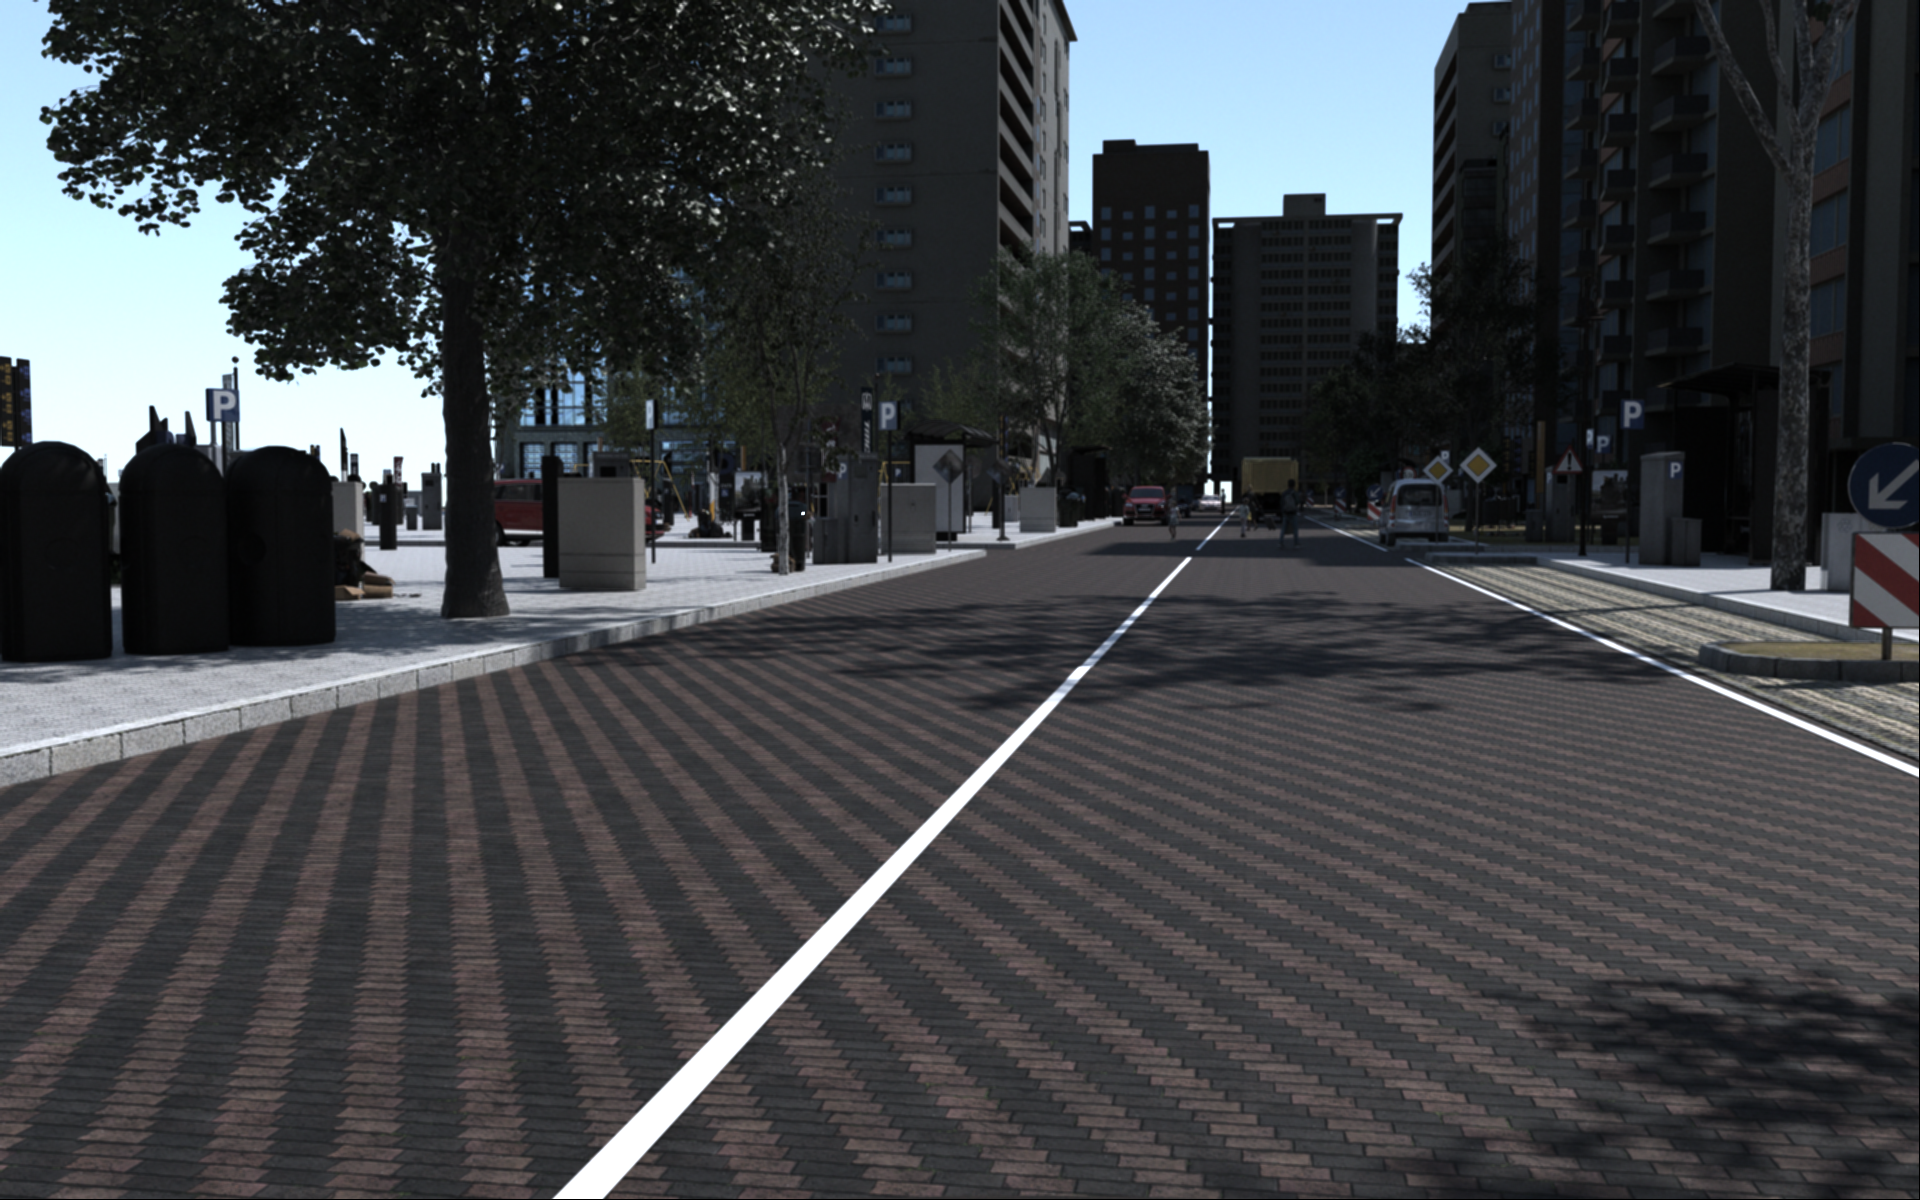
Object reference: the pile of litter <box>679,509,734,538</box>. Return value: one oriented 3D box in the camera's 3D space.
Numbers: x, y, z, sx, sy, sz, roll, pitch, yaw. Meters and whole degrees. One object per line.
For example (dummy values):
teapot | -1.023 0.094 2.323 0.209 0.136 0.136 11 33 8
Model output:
pile of litter | -7.420 -2.237 50.544 1.719 0.858 1.176 1 4 22

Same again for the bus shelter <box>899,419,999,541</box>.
bus shelter | -0.195 -3.403 49.561 2.014 3.302 5.546 1 4 10

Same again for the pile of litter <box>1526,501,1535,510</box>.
pile of litter | 33.936 -5.407 102.370 1.176 0.858 1.719 0 4 0

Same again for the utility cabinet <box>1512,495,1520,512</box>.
utility cabinet | 34.266 -5.855 106.895 0.306 1.237 1.020 0 4 2

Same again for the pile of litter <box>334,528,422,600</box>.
pile of litter | -7.491 -0.450 21.325 1.719 0.858 1.176 -1 4 -17

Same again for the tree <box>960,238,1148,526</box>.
tree | 3.793 -8.813 69.850 9.928 11.665 9.643 0 3 0

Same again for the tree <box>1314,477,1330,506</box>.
tree | 39.965 -12.056 191.719 1.663 3.219 1.824 0 3 0

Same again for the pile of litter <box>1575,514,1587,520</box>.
pile of litter | 31.279 -4.412 86.101 1.719 0.858 1.176 -1 4 -15

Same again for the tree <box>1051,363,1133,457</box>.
tree | 7.234 -8.793 94.122 4.737 8.622 4.395 0 3 0

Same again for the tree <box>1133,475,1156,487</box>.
tree | 14.055 -8.416 132.210 1.663 3.219 1.824 0 3 0

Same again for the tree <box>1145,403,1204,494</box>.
tree | 21.163 -14.810 176.550 7.601 10.594 8.767 -1 4 -12

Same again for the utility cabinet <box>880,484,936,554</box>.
utility cabinet | -1.104 -1.717 36.749 1.173 1.500 0.318 0 4 -6

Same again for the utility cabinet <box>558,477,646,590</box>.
utility cabinet | -4.776 -0.884 23.125 1.173 1.500 0.318 1 4 22

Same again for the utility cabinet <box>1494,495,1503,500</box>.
utility cabinet | 34.939 -6.180 112.198 1.020 1.237 0.306 -3 5 -44

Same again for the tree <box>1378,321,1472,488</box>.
tree | 19.689 -7.510 73.145 4.360 8.622 3.978 0 3 0

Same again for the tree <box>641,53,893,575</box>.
tree | -2.888 -4.689 27.026 4.360 8.622 3.978 0 3 0

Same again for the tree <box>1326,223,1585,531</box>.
tree | 17.801 -7.629 59.145 7.601 10.594 8.767 0 4 -8

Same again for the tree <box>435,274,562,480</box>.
tree | -14.239 -6.280 53.038 4.360 8.622 3.978 0 3 0

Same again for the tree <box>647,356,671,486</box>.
tree | -9.035 -6.934 63.735 4.737 8.622 4.395 0 3 0

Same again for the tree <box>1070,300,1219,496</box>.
tree | 11.689 -12.616 112.935 9.857 13.997 8.962 0 3 0

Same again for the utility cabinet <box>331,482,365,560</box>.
utility cabinet | -11.254 -1.360 30.911 1.173 1.500 0.318 1 4 8

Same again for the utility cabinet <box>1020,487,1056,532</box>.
utility cabinet | 2.576 -2.963 57.126 1.173 1.500 0.318 1 4 10

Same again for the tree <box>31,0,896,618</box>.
tree | -5.053 -6.793 17.726 9.857 13.997 8.962 0 3 0

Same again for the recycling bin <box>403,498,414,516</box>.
recycling bin | -33.181 -5.576 103.723 0.722 1.027 0.722 2 4 34

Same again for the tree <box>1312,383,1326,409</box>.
tree | 22.770 -9.535 90.314 8.767 10.594 7.601 0 4 7

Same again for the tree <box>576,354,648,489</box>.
tree | -13.863 -7.531 73.490 4.737 8.622 4.395 0 3 0

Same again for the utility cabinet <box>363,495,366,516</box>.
utility cabinet | -40.036 -6.421 116.143 1.020 1.237 0.306 0 4 -7

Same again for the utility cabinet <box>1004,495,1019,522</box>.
utility cabinet | 2.263 -4.172 79.372 0.306 1.237 1.020 -2 4 -35

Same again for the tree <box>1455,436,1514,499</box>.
tree | 29.451 -6.928 96.993 4.285 4.588 4.351 0 3 0

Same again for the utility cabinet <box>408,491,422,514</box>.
utility cabinet | -34.739 -6.240 110.703 1.173 1.500 0.318 0 4 -7

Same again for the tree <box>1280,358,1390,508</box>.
tree | 33.903 -14.997 155.575 12.009 13.543 11.850 0 3 0

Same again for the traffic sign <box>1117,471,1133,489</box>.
traffic sign | 9.270 -5.960 97.444 0.884 2.594 0.081 1 4 16

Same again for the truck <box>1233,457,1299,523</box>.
truck | 16.031 -5.767 90.218 3.469 3.379 9.791 0 4 8

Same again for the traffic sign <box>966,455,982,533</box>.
traffic sign | 0.329 -3.479 56.987 0.768 2.556 0.104 1 4 19

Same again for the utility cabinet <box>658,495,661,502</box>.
utility cabinet | -17.880 -5.527 101.531 0.306 1.237 1.020 -3 4 -38

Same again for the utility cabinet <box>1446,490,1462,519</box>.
utility cabinet | 25.115 -4.900 88.794 1.173 1.500 0.318 3 5 40

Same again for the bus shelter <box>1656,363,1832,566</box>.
bus shelter | 15.178 -2.606 33.894 1.731 3.624 6.357 1 4 10

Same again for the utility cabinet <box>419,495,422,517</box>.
utility cabinet | -30.368 -5.368 98.924 1.020 1.237 0.306 -1 4 -14

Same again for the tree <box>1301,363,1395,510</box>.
tree | 30.612 -12.861 136.025 9.928 11.665 9.643 0 3 0

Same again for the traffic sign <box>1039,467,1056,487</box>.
traffic sign | 4.143 -5.009 81.908 0.884 2.594 0.081 1 4 17

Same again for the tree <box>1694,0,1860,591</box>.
tree | 10.072 -10.262 23.675 12.611 20.169 13.585 0 3 0

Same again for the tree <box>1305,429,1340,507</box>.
tree | 37.525 -13.957 178.553 4.737 8.622 4.395 0 3 0

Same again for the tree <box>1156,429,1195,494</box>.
tree | 20.301 -13.148 165.335 4.737 8.622 4.395 0 3 0

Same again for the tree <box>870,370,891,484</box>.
tree | -4.855 -9.289 102.241 4.737 8.622 4.395 0 3 0

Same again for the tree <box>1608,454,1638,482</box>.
tree | 31.545 -5.443 83.596 1.663 3.219 1.824 0 3 0

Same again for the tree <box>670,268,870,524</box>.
tree | -6.104 -6.483 56.358 4.737 8.622 4.395 0 3 0

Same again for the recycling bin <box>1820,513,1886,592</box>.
recycling bin | 11.817 -0.631 22.870 0.722 1.027 0.722 1 4 18

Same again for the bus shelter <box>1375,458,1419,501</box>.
bus shelter | 24.939 -6.423 98.946 2.014 3.302 5.546 1 4 10

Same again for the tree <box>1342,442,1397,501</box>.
tree | 24.694 -7.396 104.634 4.285 4.588 4.351 0 3 0

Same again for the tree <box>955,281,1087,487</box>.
tree | 2.296 -6.685 59.655 4.360 8.622 3.978 0 3 0

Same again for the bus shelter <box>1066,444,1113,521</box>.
bus shelter | 6.405 -5.740 85.136 1.731 3.624 6.357 1 4 10

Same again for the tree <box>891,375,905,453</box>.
tree | -0.858 -9.010 97.668 4.737 8.622 4.395 0 3 0

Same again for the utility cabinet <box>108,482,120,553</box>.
utility cabinet | -15.807 -1.477 32.830 0.318 1.500 1.173 -3 5 -40

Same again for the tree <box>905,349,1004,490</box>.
tree | 0.298 -8.412 87.899 4.737 8.622 4.395 0 3 0
